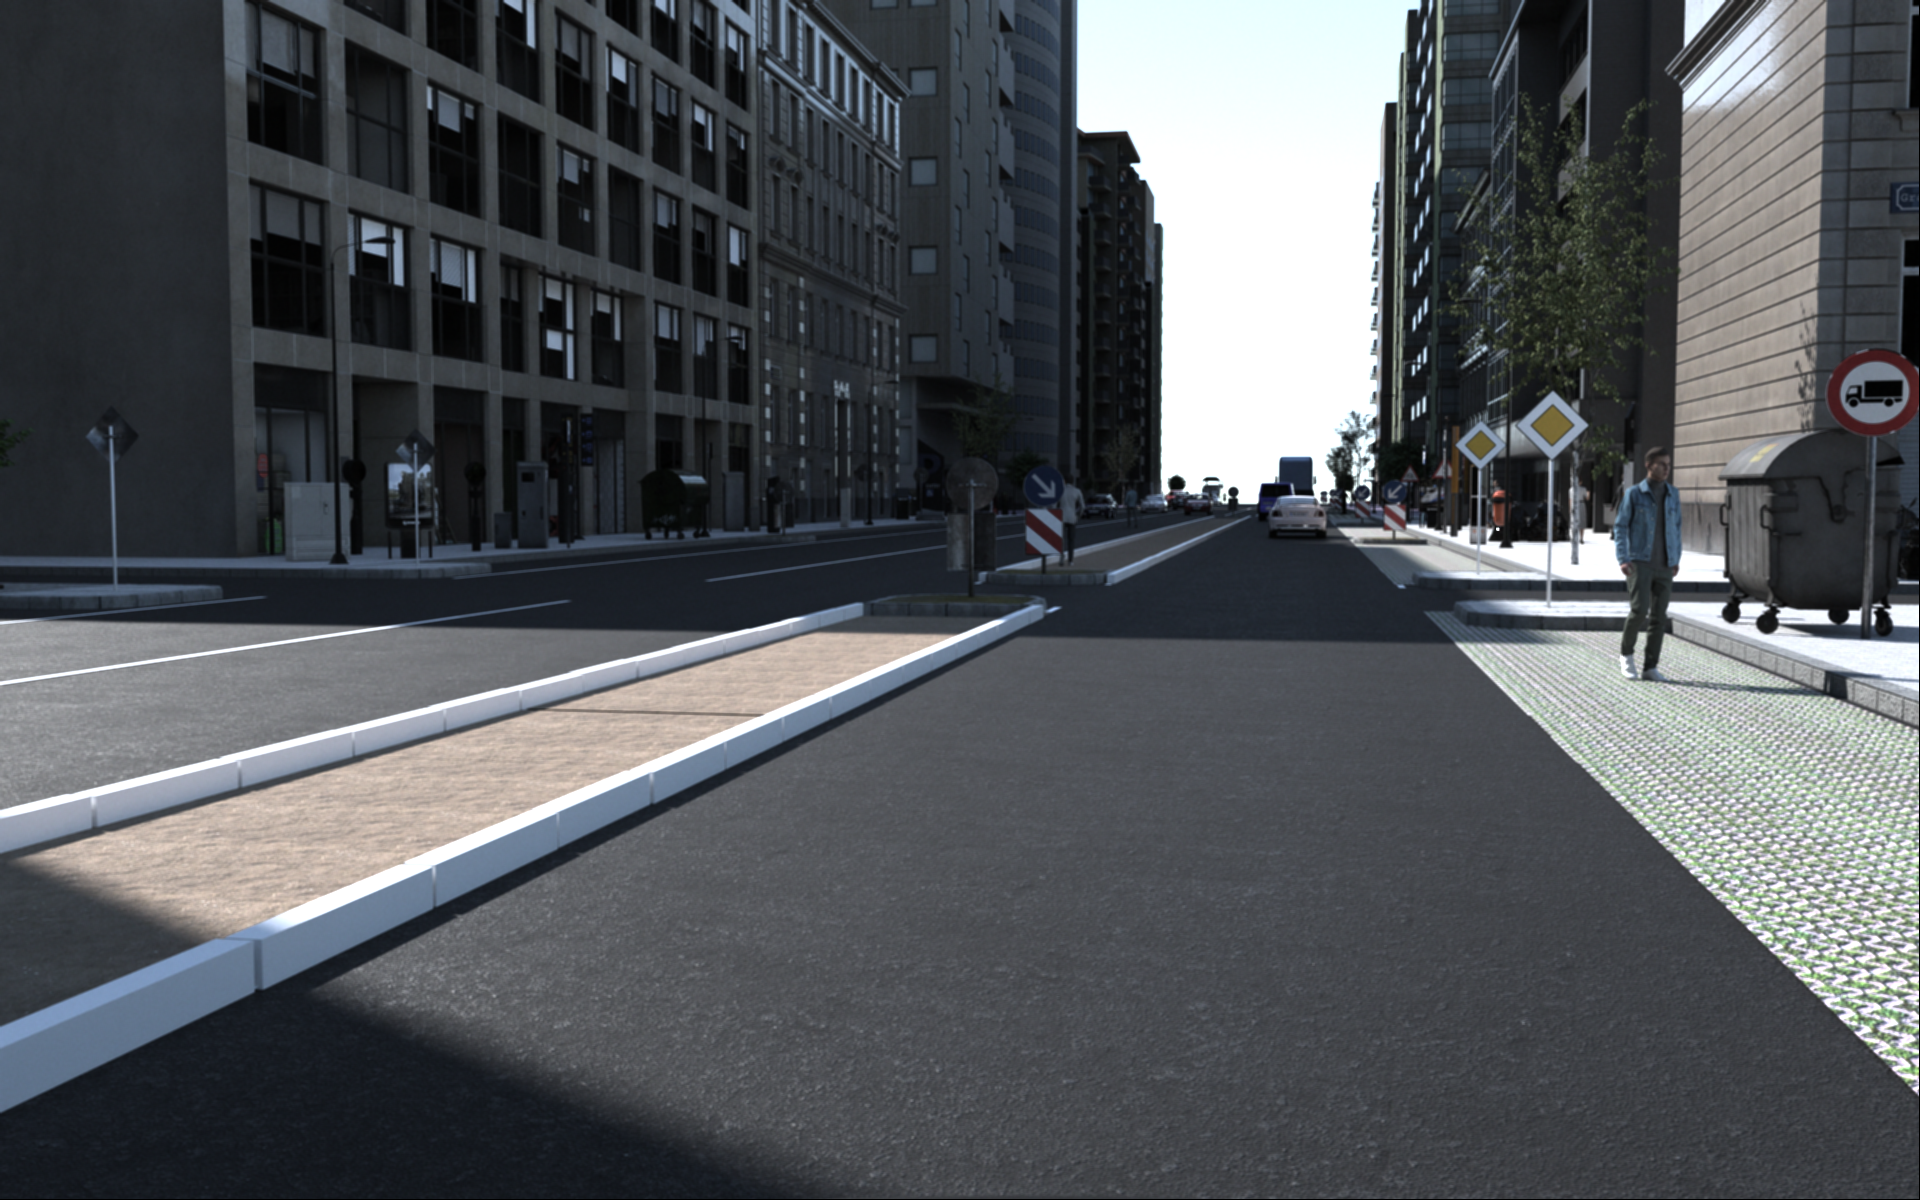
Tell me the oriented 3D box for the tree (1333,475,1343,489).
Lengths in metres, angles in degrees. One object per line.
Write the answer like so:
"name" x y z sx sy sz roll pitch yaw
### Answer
"tree" 51.413 -15.101 230.607 4.285 4.588 4.351 0 3 0

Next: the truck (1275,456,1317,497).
"truck" 22.757 -7.805 117.368 2.967 4.110 18.799 1 4 11

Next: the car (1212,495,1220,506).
"car" 30.539 -12.111 210.381 2.083 1.381 4.827 1 4 12

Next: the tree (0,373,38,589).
"tree" -13.579 -1.756 23.313 1.663 3.219 1.824 0 3 0

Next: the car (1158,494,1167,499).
"car" 22.270 -10.943 190.912 2.014 1.417 4.499 1 4 12

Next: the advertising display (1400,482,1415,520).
"advertising display" 22.201 -4.941 85.991 0.123 1.923 0.974 -2 4 -24

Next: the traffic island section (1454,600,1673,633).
"traffic island section" 6.659 0.172 19.466 2.009 0.180 2.903 1 4 11

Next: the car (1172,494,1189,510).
"car" 20.456 -9.122 158.923 2.009 1.686 4.222 1 4 11

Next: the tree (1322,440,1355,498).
"tree" 55.024 -18.449 252.007 4.360 8.622 3.978 0 3 0

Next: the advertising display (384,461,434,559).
"advertising display" -10.956 -1.789 34.466 0.974 1.923 0.123 -3 5 -42

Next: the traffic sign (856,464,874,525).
"traffic sign" -3.973 -4.418 72.343 0.768 2.556 0.104 1 4 13

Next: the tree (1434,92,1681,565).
"tree" 10.974 -4.942 31.169 4.737 8.622 4.395 0 3 0

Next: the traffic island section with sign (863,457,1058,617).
"traffic island section with sign" 0.020 -0.788 21.021 2.006 1.907 1.989 1 4 11

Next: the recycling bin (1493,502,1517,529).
"recycling bin" 17.885 -2.709 56.849 0.722 1.027 0.722 1 4 19

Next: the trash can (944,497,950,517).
"trash can" -0.640 -5.314 98.538 0.748 1.137 0.748 0 3 0

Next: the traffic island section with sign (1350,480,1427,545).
"traffic island section with sign" 12.329 -2.514 49.725 1.989 1.847 2.006 1 4 11

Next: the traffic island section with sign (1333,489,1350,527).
"traffic island section with sign" 17.597 -4.137 76.269 1.989 1.847 2.006 1 4 11

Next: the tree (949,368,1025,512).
"tree" 1.596 -9.167 100.239 4.737 8.622 4.395 0 3 0

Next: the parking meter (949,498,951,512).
"parking meter" -0.369 -5.052 88.316 0.399 1.863 0.255 0 4 1

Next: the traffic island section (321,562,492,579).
"traffic island section" -9.683 -0.523 30.836 2.009 0.180 2.903 1 4 11

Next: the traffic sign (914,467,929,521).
"traffic sign" -1.854 -5.032 82.373 0.768 2.556 0.104 1 4 16

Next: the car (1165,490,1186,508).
"car" 22.040 -10.235 176.014 2.281 1.827 5.304 1 4 12

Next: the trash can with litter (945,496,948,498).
"trash can with litter" -1.140 -5.528 101.765 1.055 1.170 0.624 0 4 -6

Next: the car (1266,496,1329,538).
"car" 11.232 -2.773 57.700 2.083 1.381 4.827 1 4 10

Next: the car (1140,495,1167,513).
"car" 14.906 -7.375 132.942 2.083 1.381 4.827 1 4 10

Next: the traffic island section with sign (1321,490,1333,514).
"traffic island section with sign" 27.198 -7.105 124.795 1.989 1.847 2.006 1 4 11

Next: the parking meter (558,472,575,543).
"parking meter" -10.247 -2.409 45.090 0.255 1.863 0.399 2 4 29

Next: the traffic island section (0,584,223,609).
"traffic island section" -11.235 -0.044 23.003 2.009 0.180 2.903 1 4 11

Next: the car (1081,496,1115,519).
"car" 8.040 -5.411 101.046 1.945 1.354 3.894 1 4 11

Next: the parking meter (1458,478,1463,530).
"parking meter" 17.570 -3.397 61.247 0.255 1.863 0.399 3 5 39

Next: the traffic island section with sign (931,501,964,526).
"traffic island section with sign" -0.147 -4.303 78.976 1.989 1.847 2.006 1 4 11

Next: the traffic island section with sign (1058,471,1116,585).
"traffic island section with sign" 1.469 -1.232 28.285 2.006 1.907 1.989 1 4 11

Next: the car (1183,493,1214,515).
"car" 16.521 -6.776 119.821 2.155 1.783 4.494 1 4 11

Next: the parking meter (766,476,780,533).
"parking meter" -6.125 -3.122 56.751 0.399 1.863 0.255 1 4 20

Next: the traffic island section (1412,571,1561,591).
"traffic island section" 8.211 -0.307 27.299 2.009 0.180 2.903 1 4 11

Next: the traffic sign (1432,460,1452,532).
"traffic sign" 16.352 -3.572 58.411 0.884 2.594 0.081 1 4 16

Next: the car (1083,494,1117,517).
"car" 9.076 -6.124 111.927 2.131 1.459 4.920 1 4 11

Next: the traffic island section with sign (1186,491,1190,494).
"traffic island section with sign" 31.049 -13.932 236.417 1.989 1.847 2.006 1 4 11

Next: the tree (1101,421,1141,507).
"tree" 16.420 -13.716 174.621 4.360 8.622 3.978 0 3 0

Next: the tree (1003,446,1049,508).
"tree" 4.620 -8.143 116.851 4.285 4.588 4.351 0 3 0

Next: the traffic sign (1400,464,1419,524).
"traffic sign" 19.396 -4.567 74.673 0.884 2.594 0.081 1 4 18

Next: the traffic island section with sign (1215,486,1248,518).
"traffic island section with sign" 16.063 -5.741 101.998 2.006 1.907 1.989 1 4 11

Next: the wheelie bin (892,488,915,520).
"wheelie bin" -2.945 -4.854 87.277 0.980 1.594 0.693 0 4 -8

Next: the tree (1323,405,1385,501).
"tree" 41.761 -15.152 182.140 7.601 10.594 8.767 0 4 -5

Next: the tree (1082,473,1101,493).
"tree" 11.748 -9.777 154.458 1.663 3.219 1.824 0 3 0

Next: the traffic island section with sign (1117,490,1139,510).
"traffic island section with sign" 14.996 -8.979 155.442 1.989 1.847 2.006 1 4 11

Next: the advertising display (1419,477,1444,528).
"advertising display" 17.737 -3.659 65.041 0.974 1.923 0.123 1 4 23

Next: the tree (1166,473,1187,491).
"tree" 32.293 -16.819 258.708 4.285 4.588 4.351 0 3 0

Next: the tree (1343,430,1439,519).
"tree" 22.828 -6.441 89.031 4.285 4.588 4.351 0 3 0

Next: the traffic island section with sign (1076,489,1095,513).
"traffic island section with sign" 9.768 -7.362 128.996 1.989 1.847 2.006 1 4 11

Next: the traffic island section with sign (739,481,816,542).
"traffic island section with sign" -5.436 -2.672 52.314 1.989 1.847 2.006 1 4 11
